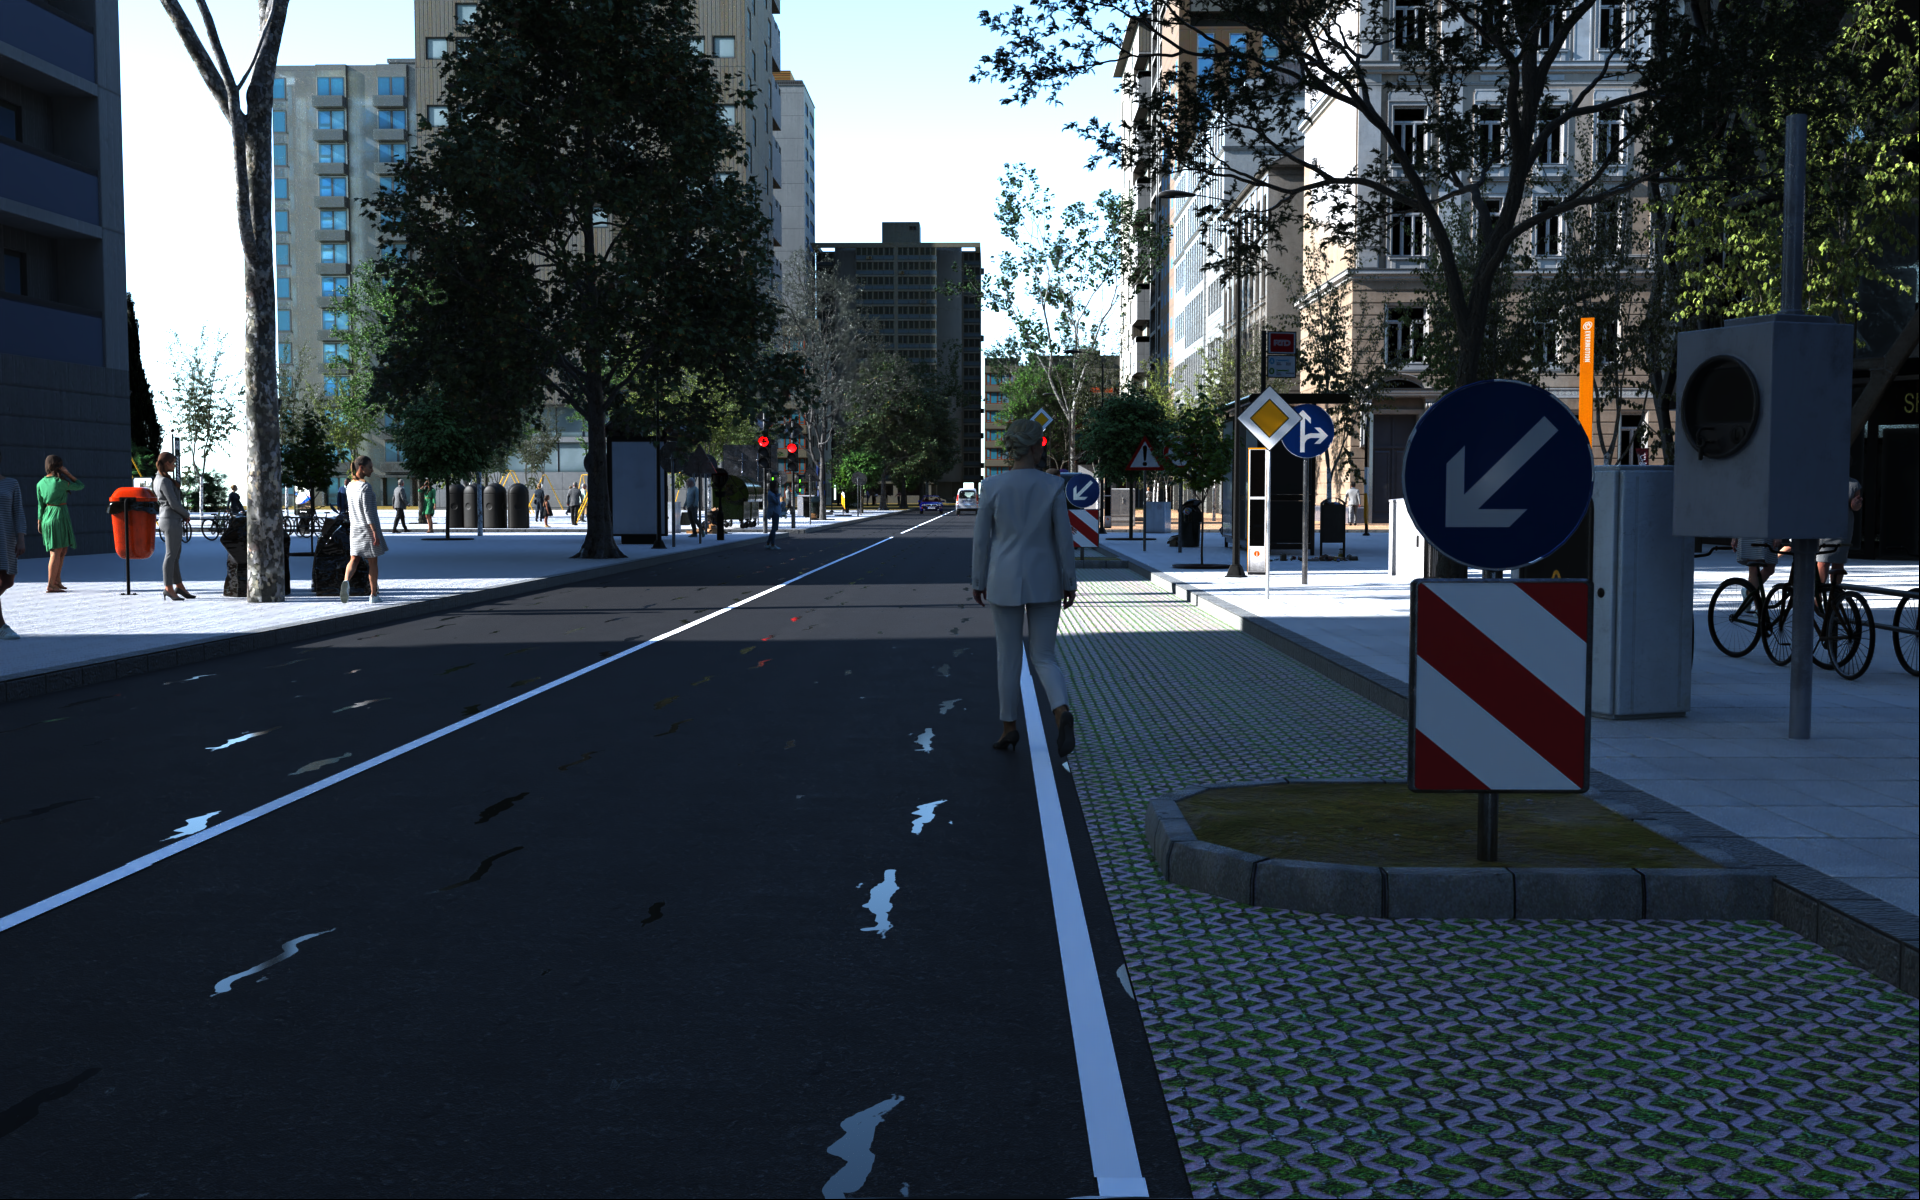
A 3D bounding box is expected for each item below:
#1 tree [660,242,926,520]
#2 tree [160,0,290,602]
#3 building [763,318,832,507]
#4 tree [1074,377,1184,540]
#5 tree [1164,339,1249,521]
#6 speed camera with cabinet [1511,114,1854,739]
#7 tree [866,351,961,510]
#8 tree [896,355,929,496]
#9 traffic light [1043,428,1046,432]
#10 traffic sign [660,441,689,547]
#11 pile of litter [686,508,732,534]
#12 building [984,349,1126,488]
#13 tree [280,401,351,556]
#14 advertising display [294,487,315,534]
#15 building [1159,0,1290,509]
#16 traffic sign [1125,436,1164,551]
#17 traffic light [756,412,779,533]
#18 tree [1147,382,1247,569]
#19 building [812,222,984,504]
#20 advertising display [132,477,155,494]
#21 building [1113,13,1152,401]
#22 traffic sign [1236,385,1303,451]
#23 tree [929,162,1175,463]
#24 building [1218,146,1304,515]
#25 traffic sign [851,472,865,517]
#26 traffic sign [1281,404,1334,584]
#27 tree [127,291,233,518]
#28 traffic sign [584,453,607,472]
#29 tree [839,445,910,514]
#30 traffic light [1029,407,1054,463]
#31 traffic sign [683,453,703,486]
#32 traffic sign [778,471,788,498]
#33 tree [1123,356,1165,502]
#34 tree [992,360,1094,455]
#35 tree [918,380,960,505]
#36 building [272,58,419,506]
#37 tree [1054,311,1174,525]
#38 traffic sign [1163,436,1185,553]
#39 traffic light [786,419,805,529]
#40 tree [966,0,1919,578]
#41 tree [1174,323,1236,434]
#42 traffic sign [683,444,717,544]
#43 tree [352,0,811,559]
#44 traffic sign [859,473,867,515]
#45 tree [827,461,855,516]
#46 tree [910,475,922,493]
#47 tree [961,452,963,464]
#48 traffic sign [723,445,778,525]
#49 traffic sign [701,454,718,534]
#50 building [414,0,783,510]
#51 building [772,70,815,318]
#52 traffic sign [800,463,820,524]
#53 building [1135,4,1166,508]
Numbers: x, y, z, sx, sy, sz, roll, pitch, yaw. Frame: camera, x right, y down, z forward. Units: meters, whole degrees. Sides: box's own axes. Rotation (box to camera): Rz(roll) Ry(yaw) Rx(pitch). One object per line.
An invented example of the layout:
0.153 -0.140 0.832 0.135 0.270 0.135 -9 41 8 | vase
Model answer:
-6.931 -10.692 85.188 12.009 13.543 11.850 0 3 0 | tree
-9.713 -10.060 20.367 12.611 20.169 13.585 0 3 0 | tree
-29.921 -21.216 191.917 28.899 21.520 27.650 0 4 1 | building
4.727 -3.969 48.604 4.285 4.588 4.351 0 3 0 | tree
12.092 -8.081 82.487 4.737 8.622 4.395 0 3 0 | tree
3.961 -0.941 9.726 0.660 3.252 2.038 -1 4 -20 | speed camera with cabinet
-5.944 -13.416 136.354 9.611 12.733 9.660 0 3 0 | tree
-2.571 -21.637 209.654 12.611 20.169 13.585 0 3 0 | tree
2.770 -4.608 64.264 0.839 4.253 0.868 0 4 1 | traffic light
-6.947 -2.559 41.946 0.768 2.556 0.104 1 4 10 | traffic sign
-8.171 -2.585 56.237 1.176 0.858 1.719 -3 5 -39 | pile of litter
17.975 -24.562 246.625 28.899 21.520 27.650 0 4 1 | building
-13.590 -2.546 36.225 1.663 3.219 1.824 0 3 0 | tree
-21.118 -3.093 55.779 0.974 1.923 0.123 3 4 36 | advertising display
24.734 -30.447 147.920 14.600 45.320 14.200 0 4 1 | building
4.140 -2.373 38.809 0.884 2.594 0.081 1 4 8 | traffic sign
-6.336 -4.129 56.428 0.839 4.253 0.868 0 4 1 | traffic light
4.071 -2.166 30.019 1.663 3.219 1.824 0 3 0 | tree
-8.541 -34.147 250.176 23.993 40.220 32.217 0 4 1 | building
-30.588 -3.653 64.939 0.974 1.923 0.123 1 4 19 | advertising display
31.877 -36.682 188.991 28.713 52.752 27.495 0 4 1 | building
3.764 -1.301 21.003 0.795 2.593 0.064 0 4 3 | traffic sign
5.230 -14.944 100.221 12.611 20.169 13.585 0 3 0 | tree
20.932 -15.351 100.143 9.793 20.994 18.267 0 4 1 | building
-5.826 -6.042 98.891 0.768 2.556 0.104 0 4 3 | traffic sign
4.903 -1.496 24.559 0.768 2.556 0.104 0 4 1 | traffic sign
-56.906 -13.075 115.593 13.155 14.587 18.604 0 4 -6 | tree
-10.374 -3.016 49.421 0.768 2.556 0.104 1 4 8 | traffic sign
-6.499 -8.001 114.531 4.285 4.588 4.351 0 3 0 | tree
2.624 -4.120 56.280 0.839 4.253 0.868 0 4 1 | traffic light
-8.164 -3.244 53.152 0.768 2.556 0.104 0 4 5 | traffic sign
-9.738 -5.747 94.063 0.768 2.556 0.104 1 4 10 | traffic sign
10.144 -8.603 91.029 4.737 8.622 4.395 0 3 0 | tree
6.149 -12.611 131.938 9.928 11.665 9.643 0 3 0 | tree
-4.402 -17.673 195.608 9.857 13.997 8.962 0 3 0 | tree
-59.555 -35.112 193.689 30.456 49.044 23.786 0 4 1 | building
5.866 -7.355 70.616 4.360 8.622 3.978 0 3 0 | tree
4.828 -2.313 37.924 0.768 2.556 0.104 1 4 11 | traffic sign
-6.190 -4.617 64.411 0.839 4.253 0.868 0 4 1 | traffic light
4.209 -4.898 14.492 8.767 10.594 7.601 0 4 1 | tree
11.636 -7.353 70.577 4.360 8.622 3.978 0 3 0 | tree
-6.725 -2.738 44.772 0.884 2.594 0.081 0 4 2 | traffic sign
-7.365 -7.182 34.439 9.611 12.733 9.660 0 3 0 | tree
-6.006 -6.412 104.936 0.768 2.556 0.104 0 4 6 | traffic sign
-6.807 -6.555 101.775 1.663 3.219 1.824 0 3 0 | tree
-5.514 -12.097 181.496 4.285 4.588 4.351 0 3 0 | tree
-4.964 -14.484 153.818 9.611 12.733 9.660 0 3 0 | tree
-8.660 -4.747 71.480 2.265 3.308 0.079 0 4 3 | traffic sign
-8.061 -3.352 54.912 0.768 2.556 0.104 0 4 7 | traffic sign
-30.453 -34.499 153.305 28.713 52.752 27.495 0 4 1 | building
-34.741 -42.967 244.510 28.212 58.520 21.231 0 4 1 | building
-6.330 -4.476 73.191 0.884 2.594 0.081 0 4 5 | traffic sign
27.076 -44.419 164.504 20.563 71.187 20.611 0 4 1 | building
